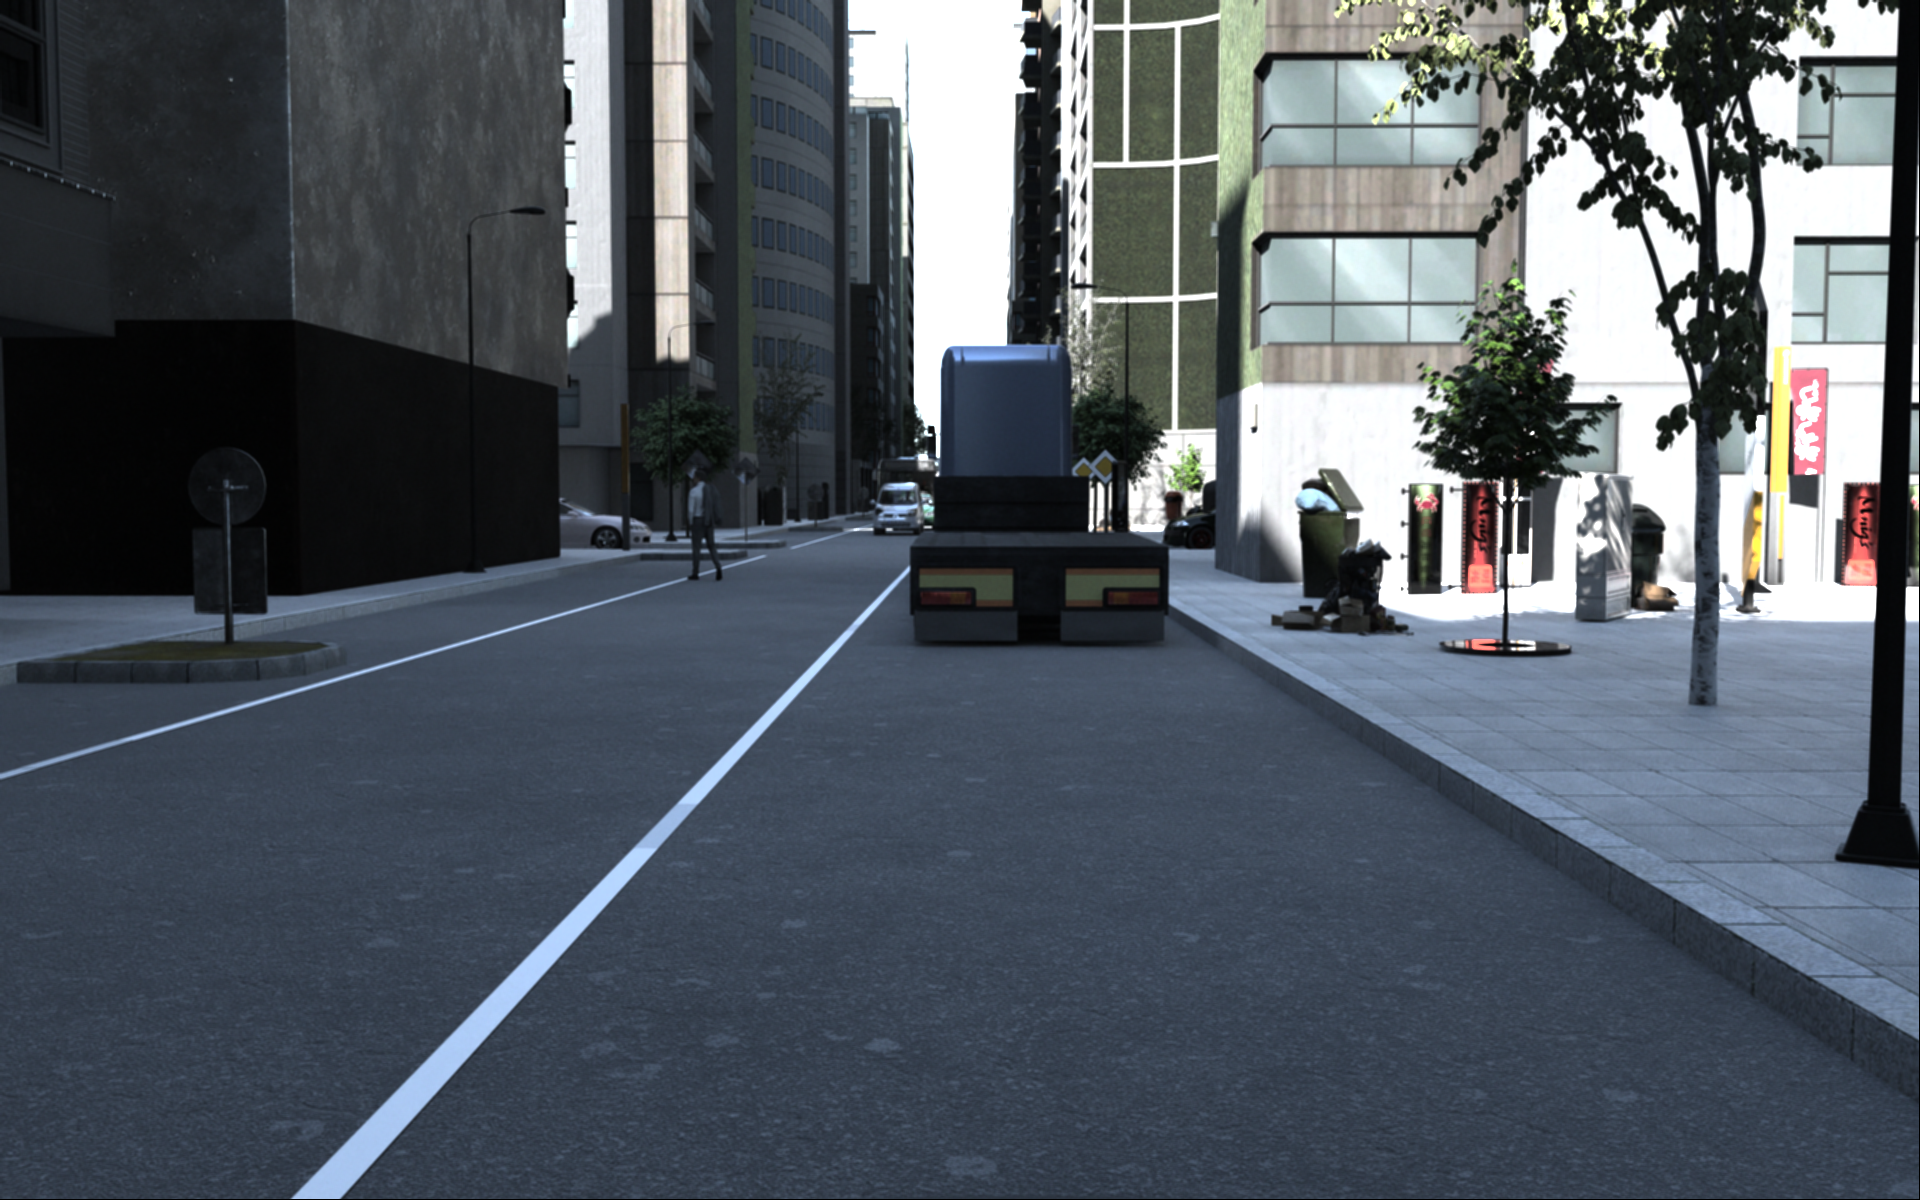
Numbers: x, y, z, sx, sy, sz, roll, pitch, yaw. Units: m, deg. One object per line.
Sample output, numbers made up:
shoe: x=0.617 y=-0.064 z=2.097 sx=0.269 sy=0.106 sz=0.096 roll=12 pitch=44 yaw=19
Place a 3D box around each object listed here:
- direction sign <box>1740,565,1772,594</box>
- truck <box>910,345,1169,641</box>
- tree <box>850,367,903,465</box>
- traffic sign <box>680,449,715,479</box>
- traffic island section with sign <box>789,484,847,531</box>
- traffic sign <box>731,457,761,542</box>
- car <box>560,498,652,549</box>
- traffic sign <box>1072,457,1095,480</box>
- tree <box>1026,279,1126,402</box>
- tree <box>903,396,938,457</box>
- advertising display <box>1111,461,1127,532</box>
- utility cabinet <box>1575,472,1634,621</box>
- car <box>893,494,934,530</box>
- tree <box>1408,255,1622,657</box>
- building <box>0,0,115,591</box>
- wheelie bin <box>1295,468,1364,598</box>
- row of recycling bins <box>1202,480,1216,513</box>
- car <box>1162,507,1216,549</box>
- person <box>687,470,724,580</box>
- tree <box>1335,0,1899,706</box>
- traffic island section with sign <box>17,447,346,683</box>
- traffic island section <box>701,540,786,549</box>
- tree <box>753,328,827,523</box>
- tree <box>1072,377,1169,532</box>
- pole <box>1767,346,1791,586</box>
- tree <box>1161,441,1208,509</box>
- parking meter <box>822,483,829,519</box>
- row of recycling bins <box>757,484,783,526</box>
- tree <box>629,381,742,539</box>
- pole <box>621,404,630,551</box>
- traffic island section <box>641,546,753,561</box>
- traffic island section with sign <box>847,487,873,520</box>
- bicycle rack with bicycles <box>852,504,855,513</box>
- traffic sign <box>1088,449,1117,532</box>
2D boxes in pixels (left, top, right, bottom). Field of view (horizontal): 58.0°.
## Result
direction sign: x=10.347 y=-1.860 z=22.405 sx=0.379 sy=3.537 sz=0.876 roll=2 pitch=4 yaw=26
truck: x=0.793 y=-2.183 z=25.458 sx=2.967 sy=4.110 sz=18.799 roll=0 pitch=4 yaw=0
tree: x=-8.067 y=-11.212 z=117.721 sx=8.767 sy=10.594 sz=7.601 roll=0 pitch=4 yaw=-6
traffic sign: x=-5.858 y=-2.145 z=38.714 sx=0.795 sy=2.450 sz=0.064 roll=0 pitch=4 yaw=1
traffic island section with sign: x=-5.570 y=-3.588 z=67.284 sx=1.989 sy=1.847 sz=2.006 roll=0 pitch=4 yaw=1
traffic sign: x=-5.769 y=-2.633 z=46.699 sx=0.795 sy=2.450 sz=0.064 roll=0 pitch=4 yaw=1
car: x=-10.197 y=-1.911 z=43.608 sx=4.827 sy=1.381 sz=2.083 roll=0 pitch=4 yaw=-1
traffic sign: x=3.324 y=-2.626 z=46.577 sx=0.795 sy=2.450 sz=0.064 roll=0 pitch=4 yaw=1
tree: x=3.888 y=-6.674 z=59.480 sx=4.360 sy=8.622 sz=3.978 roll=0 pitch=3 yaw=0
tree: x=-6.747 y=-17.204 z=198.291 sx=9.611 sy=12.733 sz=9.660 roll=0 pitch=3 yaw=0
advertising display: x=3.099 y=-1.745 z=33.740 sx=0.123 sy=1.923 sz=0.974 roll=1 pitch=4 yaw=15
utility cabinet: x=6.640 y=-0.558 z=17.801 sx=0.318 sy=1.500 sz=1.173 roll=2 pitch=4 yaw=33
car: x=-1.785 y=-3.548 z=69.816 sx=2.131 sy=1.459 sz=4.920 roll=0 pitch=4 yaw=-1
tree: x=4.588 y=-1.193 z=14.103 sx=1.663 sy=3.219 sz=1.824 roll=0 pitch=3 yaw=0
building: x=-15.358 y=-12.944 z=5.148 sx=14.314 sy=27.812 sz=24.014 roll=0 pitch=4 yaw=1
wheelie bin: x=4.570 y=-0.832 z=21.518 sx=0.693 sy=1.594 sz=0.980 roll=2 pitch=4 yaw=32
row of recycling bins: x=8.525 y=-2.741 z=51.933 sx=1.069 sy=1.692 sz=3.534 roll=3 pitch=5 yaw=43
car: x=7.129 y=-2.029 z=42.953 sx=4.222 sy=1.686 sz=2.009 roll=0 pitch=4 yaw=2
person: x=-4.234 y=-1.238 z=28.836 sx=0.679 sy=1.850 sz=0.850 roll=-3 pitch=5 yaw=-42
tree: x=4.301 y=-3.667 z=10.313 sx=4.737 sy=8.622 sz=4.395 roll=0 pitch=3 yaw=0
traffic island section with sign: x=-6.161 y=-0.333 z=14.069 sx=1.989 sy=1.847 sz=2.006 roll=0 pitch=4 yaw=1
traffic island section: x=-5.793 y=-1.497 z=46.761 sx=2.009 sy=0.180 sz=2.903 roll=0 pitch=4 yaw=1
tree: x=-7.921 y=-7.672 z=75.802 sx=4.360 sy=8.622 sz=3.978 roll=0 pitch=3 yaw=0
tree: x=4.160 y=-4.216 z=52.639 sx=4.285 sy=4.588 sz=4.351 roll=0 pitch=3 yaw=0
pole: x=11.389 y=-1.849 z=24.075 sx=0.158 sy=3.312 sz=0.155 roll=0 pitch=3 yaw=0
tree: x=8.156 y=-4.041 z=60.672 sx=1.663 sy=3.219 sz=1.824 roll=0 pitch=3 yaw=0
parking meter: x=-6.834 y=-5.033 z=87.997 sx=0.255 sy=1.863 sz=0.399 roll=1 pitch=4 yaw=14
row of recycling bins: x=-8.998 y=-3.909 z=71.029 sx=3.534 sy=1.692 sz=1.069 roll=0 pitch=4 yaw=5
tree: x=-8.041 y=-4.086 z=50.512 sx=4.285 sy=4.588 sz=4.351 roll=0 pitch=3 yaw=0
pole: x=-7.592 y=-2.782 z=39.322 sx=0.158 sy=3.312 sz=0.155 roll=0 pitch=3 yaw=0
traffic island section: x=-5.882 y=-1.009 z=38.776 sx=2.009 sy=0.180 sz=2.903 roll=0 pitch=4 yaw=1
traffic island section with sign: x=-5.266 y=-5.300 z=95.282 sx=1.989 sy=1.847 sz=2.006 roll=0 pitch=4 yaw=1
bicycle rack with bicycles: x=-8.034 y=-6.207 z=114.867 sx=2.852 sy=0.926 sz=2.925 roll=3 pitch=5 yaw=43
traffic sign: x=3.235 y=-2.138 z=38.592 sx=0.795 sy=2.450 sz=0.064 roll=0 pitch=4 yaw=1
